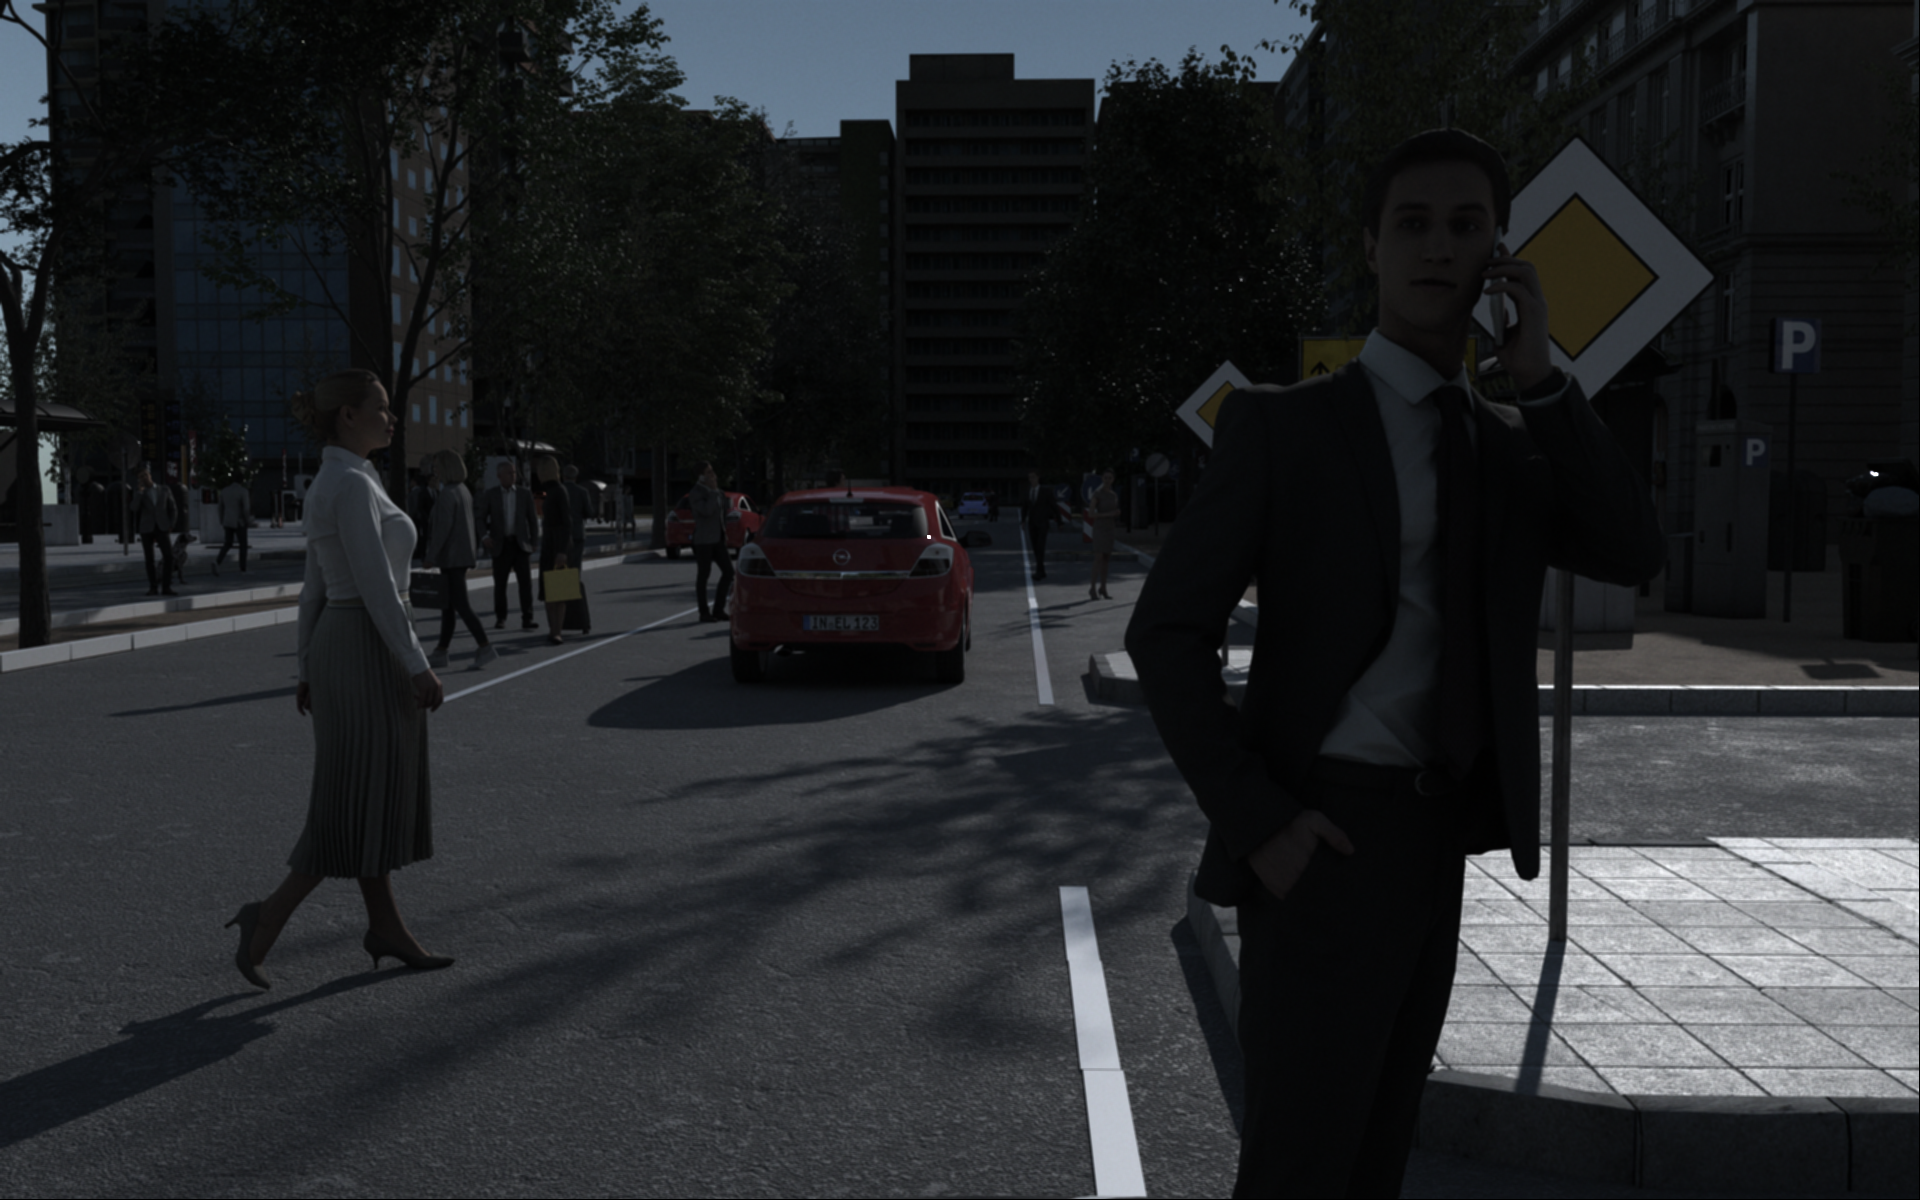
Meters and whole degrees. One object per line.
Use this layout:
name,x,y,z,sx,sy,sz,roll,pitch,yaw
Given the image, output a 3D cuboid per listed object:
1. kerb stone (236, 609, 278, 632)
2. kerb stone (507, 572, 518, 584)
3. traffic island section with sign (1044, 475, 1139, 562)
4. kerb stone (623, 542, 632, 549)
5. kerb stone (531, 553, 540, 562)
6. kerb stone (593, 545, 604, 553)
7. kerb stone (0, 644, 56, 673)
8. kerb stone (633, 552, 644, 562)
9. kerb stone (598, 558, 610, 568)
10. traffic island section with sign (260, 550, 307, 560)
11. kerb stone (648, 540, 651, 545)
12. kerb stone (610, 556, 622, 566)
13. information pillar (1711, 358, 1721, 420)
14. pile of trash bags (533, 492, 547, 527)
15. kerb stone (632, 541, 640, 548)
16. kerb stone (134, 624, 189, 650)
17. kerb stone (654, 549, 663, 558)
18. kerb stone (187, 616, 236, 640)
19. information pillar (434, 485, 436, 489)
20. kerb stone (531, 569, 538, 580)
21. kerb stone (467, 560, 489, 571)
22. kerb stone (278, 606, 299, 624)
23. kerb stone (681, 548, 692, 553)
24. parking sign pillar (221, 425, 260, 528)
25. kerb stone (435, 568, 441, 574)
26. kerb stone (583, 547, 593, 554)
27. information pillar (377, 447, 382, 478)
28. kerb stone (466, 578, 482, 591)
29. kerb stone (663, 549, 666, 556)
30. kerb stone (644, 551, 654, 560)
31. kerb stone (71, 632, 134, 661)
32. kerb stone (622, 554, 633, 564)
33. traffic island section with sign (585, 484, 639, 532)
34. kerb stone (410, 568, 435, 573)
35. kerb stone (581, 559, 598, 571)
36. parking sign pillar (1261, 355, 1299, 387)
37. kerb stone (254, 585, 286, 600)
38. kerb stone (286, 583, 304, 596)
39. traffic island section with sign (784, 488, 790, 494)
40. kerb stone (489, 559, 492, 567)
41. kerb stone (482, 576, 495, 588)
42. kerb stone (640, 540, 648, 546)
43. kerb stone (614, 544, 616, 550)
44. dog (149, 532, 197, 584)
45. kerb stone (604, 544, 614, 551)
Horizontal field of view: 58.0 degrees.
kerb stone,-7.567,0.230,18.459,0.120,0.150,1.000,0,4,2
kerb stone,-7.265,-0.335,27.672,0.120,0.150,1.000,0,4,2
traffic island section with sign,2.825,-1.770,37.570,1.989,1.847,2.006,0,4,2
kerb stone,-8.794,-1.402,45.142,0.120,0.150,1.000,0,4,2
kerb stone,-9.055,-0.903,36.957,0.120,0.150,1.000,0,4,2
kerb stone,-8.892,-1.216,42.073,0.120,0.150,1.000,0,4,2
kerb stone,-7.704,0.482,14.347,0.120,0.150,1.000,0,4,2
kerb stone,-6.963,-0.890,36.900,0.120,0.150,1.000,0,4,2
kerb stone,-7.060,-0.711,33.823,0.120,0.150,1.000,0,4,2
traffic island section with sign,-14.134,-1.820,38.383,1.989,1.847,2.006,0,4,2
kerb stone,-8.698,-1.591,48.209,0.120,0.150,1.000,0,4,2
kerb stone,-7.033,-0.773,34.845,0.120,0.150,1.000,0,4,2
information pillar,13.122,-2.372,30.139,0.183,3.616,0.504,2,4,31
pile of trash bags,-17.818,-3.543,67.684,3.447,1.369,1.912,0,4,-3
kerb stone,-8.759,-1.464,46.164,0.120,0.150,1.000,0,4,2
kerb stone,-7.630,0.358,16.404,0.120,0.150,1.000,0,4,2
kerb stone,-6.888,-1.020,38.951,0.120,0.150,1.000,0,4,2
kerb stone,-7.602,0.293,17.437,0.120,0.150,1.000,0,4,2
information pillar,-25.042,-4.757,82.276,0.304,2.012,0.304,-2,4,-26
kerb stone,-7.238,-0.396,28.694,0.120,0.150,1.000,0,4,2
kerb stone,-9.192,-0.652,32.860,0.120,0.150,1.000,0,4,2
kerb stone,-7.532,0.167,19.481,0.120,0.150,1.000,0,4,2
kerb stone,-6.754,-1.269,43.038,0.120,0.150,1.000,0,4,2
parking sign pillar,-27.266,-4.706,65.410,1.447,3.967,1.447,1,4,13
kerb stone,-9.262,-0.527,30.811,0.120,0.150,1.000,0,4,2
kerb stone,-8.931,-1.150,41.049,0.120,0.150,1.000,0,4,2
information pillar,-22.174,-4.572,66.115,0.183,3.616,0.504,0,4,0
kerb stone,-7.329,-0.210,25.625,0.120,0.150,1.000,0,4,2
kerb stone,-6.862,-1.087,39.972,0.120,0.150,1.000,0,4,2
kerb stone,-6.928,-0.959,37.921,0.120,0.150,1.000,0,4,2
kerb stone,-7.673,0.419,15.379,0.120,0.150,1.000,0,4,2
kerb stone,-6.993,-0.837,35.875,0.120,0.150,1.000,0,4,2
traffic island section with sign,-13.243,-3.481,65.544,1.989,1.847,2.006,0,4,2
kerb stone,-9.299,-0.464,29.790,0.120,0.150,1.000,0,4,2
kerb stone,-7.093,-0.646,32.798,0.120,0.150,1.000,0,4,2
parking sign pillar,5.783,-2.568,30.456,1.447,3.967,1.447,2,4,34
kerb stone,-9.495,-0.087,23.629,0.120,0.150,1.000,0,4,2
kerb stone,-9.469,-0.151,24.670,0.120,0.150,1.000,0,4,2
traffic island section with sign,-11.603,-6.541,115.574,1.989,1.847,2.006,0,4,2
kerb stone,-9.169,-0.715,33.887,0.120,0.150,1.000,0,4,2
kerb stone,-7.302,-0.268,26.647,0.120,0.150,1.000,0,4,2
kerb stone,-8.727,-1.528,47.186,0.120,0.150,1.000,0,4,2
kerb stone,-8.825,-1.341,44.119,0.120,0.150,1.000,0,4,2
dog,-12.692,-0.664,27.687,0.800,0.831,0.513,1,4,14
kerb stone,-8.862,-1.278,43.097,0.120,0.150,1.000,0,4,2
